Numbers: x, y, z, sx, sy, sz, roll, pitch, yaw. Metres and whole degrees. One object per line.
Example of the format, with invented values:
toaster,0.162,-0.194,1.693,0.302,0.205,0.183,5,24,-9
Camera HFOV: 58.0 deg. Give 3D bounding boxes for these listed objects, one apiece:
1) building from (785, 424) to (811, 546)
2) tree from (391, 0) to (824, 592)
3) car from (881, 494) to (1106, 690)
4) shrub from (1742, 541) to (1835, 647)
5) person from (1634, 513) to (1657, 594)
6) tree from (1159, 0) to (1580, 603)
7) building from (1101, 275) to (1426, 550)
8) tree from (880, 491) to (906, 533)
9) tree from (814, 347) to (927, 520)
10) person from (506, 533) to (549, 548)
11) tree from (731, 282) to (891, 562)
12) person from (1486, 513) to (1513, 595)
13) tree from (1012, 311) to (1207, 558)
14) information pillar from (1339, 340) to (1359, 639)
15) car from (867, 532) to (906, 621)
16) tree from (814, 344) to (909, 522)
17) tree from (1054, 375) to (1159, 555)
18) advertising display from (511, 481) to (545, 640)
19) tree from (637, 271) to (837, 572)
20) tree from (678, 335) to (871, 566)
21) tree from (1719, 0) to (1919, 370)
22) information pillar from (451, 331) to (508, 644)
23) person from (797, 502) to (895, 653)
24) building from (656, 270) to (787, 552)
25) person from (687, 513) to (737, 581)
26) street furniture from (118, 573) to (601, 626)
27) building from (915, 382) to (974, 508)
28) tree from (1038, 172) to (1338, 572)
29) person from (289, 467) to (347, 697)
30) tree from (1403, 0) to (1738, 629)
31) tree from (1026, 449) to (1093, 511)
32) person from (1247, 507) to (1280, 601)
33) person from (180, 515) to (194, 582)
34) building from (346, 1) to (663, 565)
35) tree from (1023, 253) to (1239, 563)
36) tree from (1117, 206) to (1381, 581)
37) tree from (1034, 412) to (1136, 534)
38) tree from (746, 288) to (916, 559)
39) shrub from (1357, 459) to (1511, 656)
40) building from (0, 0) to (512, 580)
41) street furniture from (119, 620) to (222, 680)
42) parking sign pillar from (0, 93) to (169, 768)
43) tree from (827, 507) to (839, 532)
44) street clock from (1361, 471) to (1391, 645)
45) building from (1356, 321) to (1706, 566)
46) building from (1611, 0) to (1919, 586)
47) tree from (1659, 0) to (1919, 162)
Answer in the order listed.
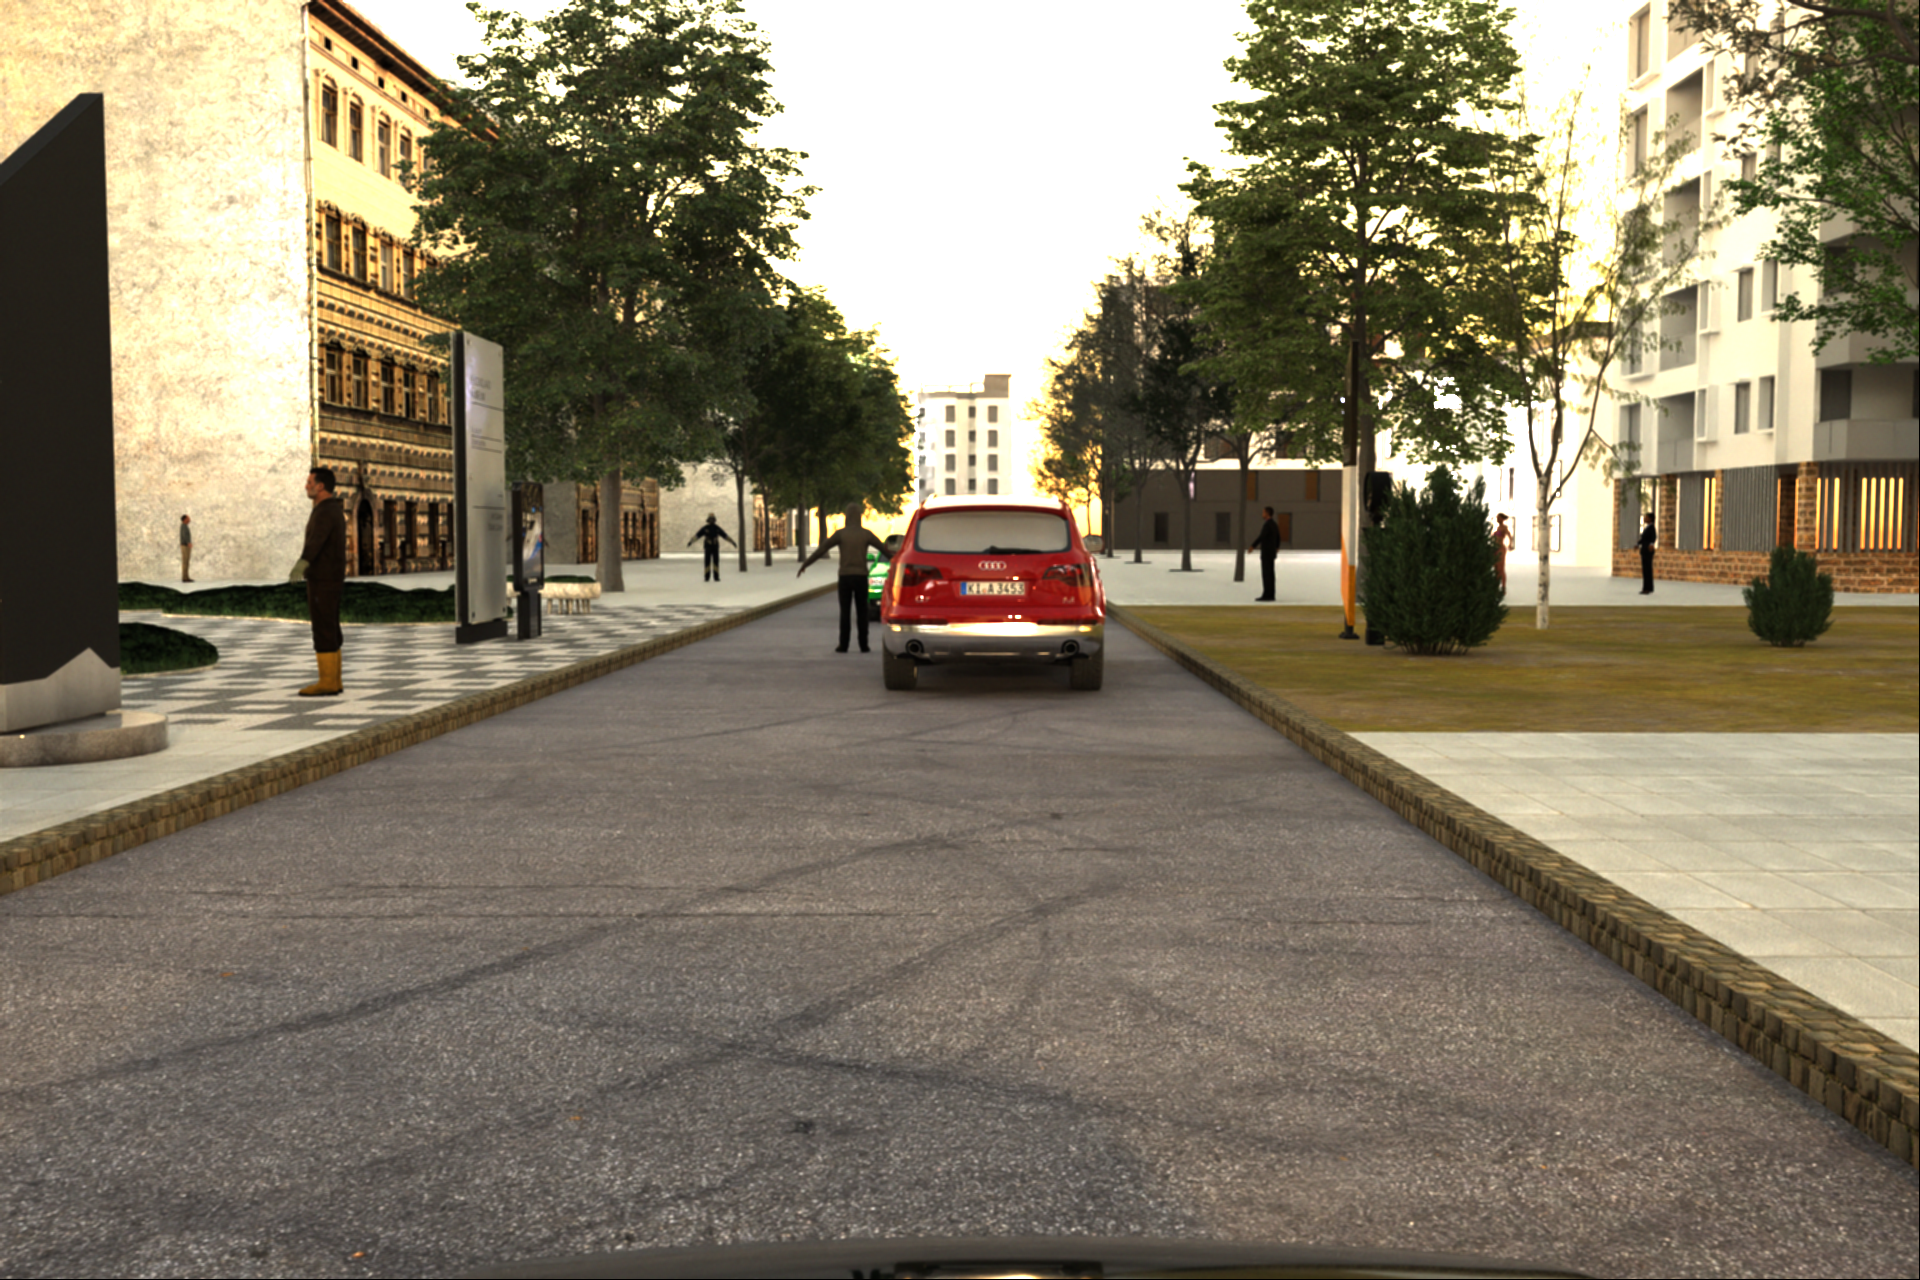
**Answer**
building,-25.738,-19.168,179.858,16.747,18.905,31.486,0,4,2
tree,-7.856,-8.041,38.130,9.857,13.997,8.962,0,3,0
car,0.344,-0.536,17.435,2.281,1.827,5.304,0,4,1
shrub,9.461,-0.530,19.784,1.383,1.207,1.383,0,3,0
person,14.614,-1.851,36.990,0.721,1.740,1.216,0,4,6
tree,7.288,-6.983,32.296,7.486,12.596,7.792,0,3,0
building,26.252,-18.910,153.158,27.936,21.610,32.646,0,4,1
tree,-8.347,-15.598,205.383,4.737,8.622,4.395,0,3,0
tree,-6.930,-12.831,116.446,9.857,13.997,8.962,0,3,0
person,-11.599,-2.451,46.197,1.348,1.813,0.705,0,4,4
tree,-6.989,-9.783,78.080,7.486,12.596,7.792,0,3,0
person,11.373,-1.829,36.707,0.721,1.733,1.217,-1,4,-13
tree,7.977,-11.171,93.012,12.009,13.543,11.850,0,3,0
information pillar,4.778,-1.828,21.238,0.183,3.616,0.504,0,4,1
car,-0.652,-1.285,29.803,1.959,1.807,4.718,0,4,1
tree,-6.977,-11.378,104.155,7.486,12.596,7.792,0,3,0
tree,8.974,-11.051,106.446,9.928,11.665,9.643,0,3,0
advertising display,-5.306,-0.985,21.311,0.123,1.923,0.974,0,4,2
tree,-7.698,-7.605,58.753,7.601,10.594,8.767,-3,5,-40
tree,-7.586,-8.241,69.147,8.767,10.594,7.601,0,4,5
tree,16.616,-6.252,27.984,9.928,11.665,9.643,0,3,0
information pillar,-5.804,-1.813,20.953,0.184,3.620,1.656,0,4,0
person,-1.296,-0.760,21.008,1.348,1.813,0.705,-1,4,-9
building,-23.928,-18.575,134.627,19.493,23.208,18.063,0,4,2
person,-6.772,-2.536,47.250,1.354,1.856,0.705,-1,4,-15
street furniture,-10.602,-0.770,28.222,10.072,0.657,5.734,2,4,34
building,-4.978,-21.387,208.559,11.380,20.090,16.016,0,4,5
tree,7.750,-9.100,59.161,12.009,13.543,11.850,0,3,0
person,-5.103,-0.470,13.819,0.704,1.812,1.346,-1,4,-10
tree,7.924,-4.465,23.372,4.360,8.622,3.978,0,3,0
tree,11.992,-17.144,206.057,9.928,11.665,9.643,0,3,0
person,5.896,-1.655,33.279,0.704,1.802,1.346,2,4,33
person,-20.620,-2.442,46.196,0.705,1.796,1.348,-2,4,-26
building,-25.109,-15.299,81.072,19.493,23.208,18.063,0,4,1
tree,7.882,-10.110,75.663,12.009,13.543,11.850,0,3,0
tree,7.904,-6.868,46.696,7.601,10.594,8.767,-1,4,-12
tree,8.426,-11.117,116.180,7.601,10.594,8.767,0,4,-5
tree,-7.086,-11.176,89.381,9.857,13.997,8.962,0,3,0
shrub,5.054,-0.881,18.450,1.661,2.075,1.752,0,3,0
building,-26.991,-13.838,57.172,19.493,23.208,18.063,0,4,2
street furniture,-11.905,0.045,14.889,10.072,0.657,5.734,-2,4,-35
parking sign pillar,-5.439,-1.320,10.051,1.447,3.967,1.447,0,4,1
tree,-14.738,-15.414,202.388,4.737,8.622,4.395,0,3,0
street clock,4.810,-0.945,20.014,0.358,2.002,0.471,0,4,2
building,25.499,-8.583,82.474,9.099,9.664,28.070,0,4,1
building,24.545,-11.814,49.578,16.016,20.090,11.380,0,4,1
tree,6.849,-6.057,9.408,12.009,13.543,11.850,0,3,0
